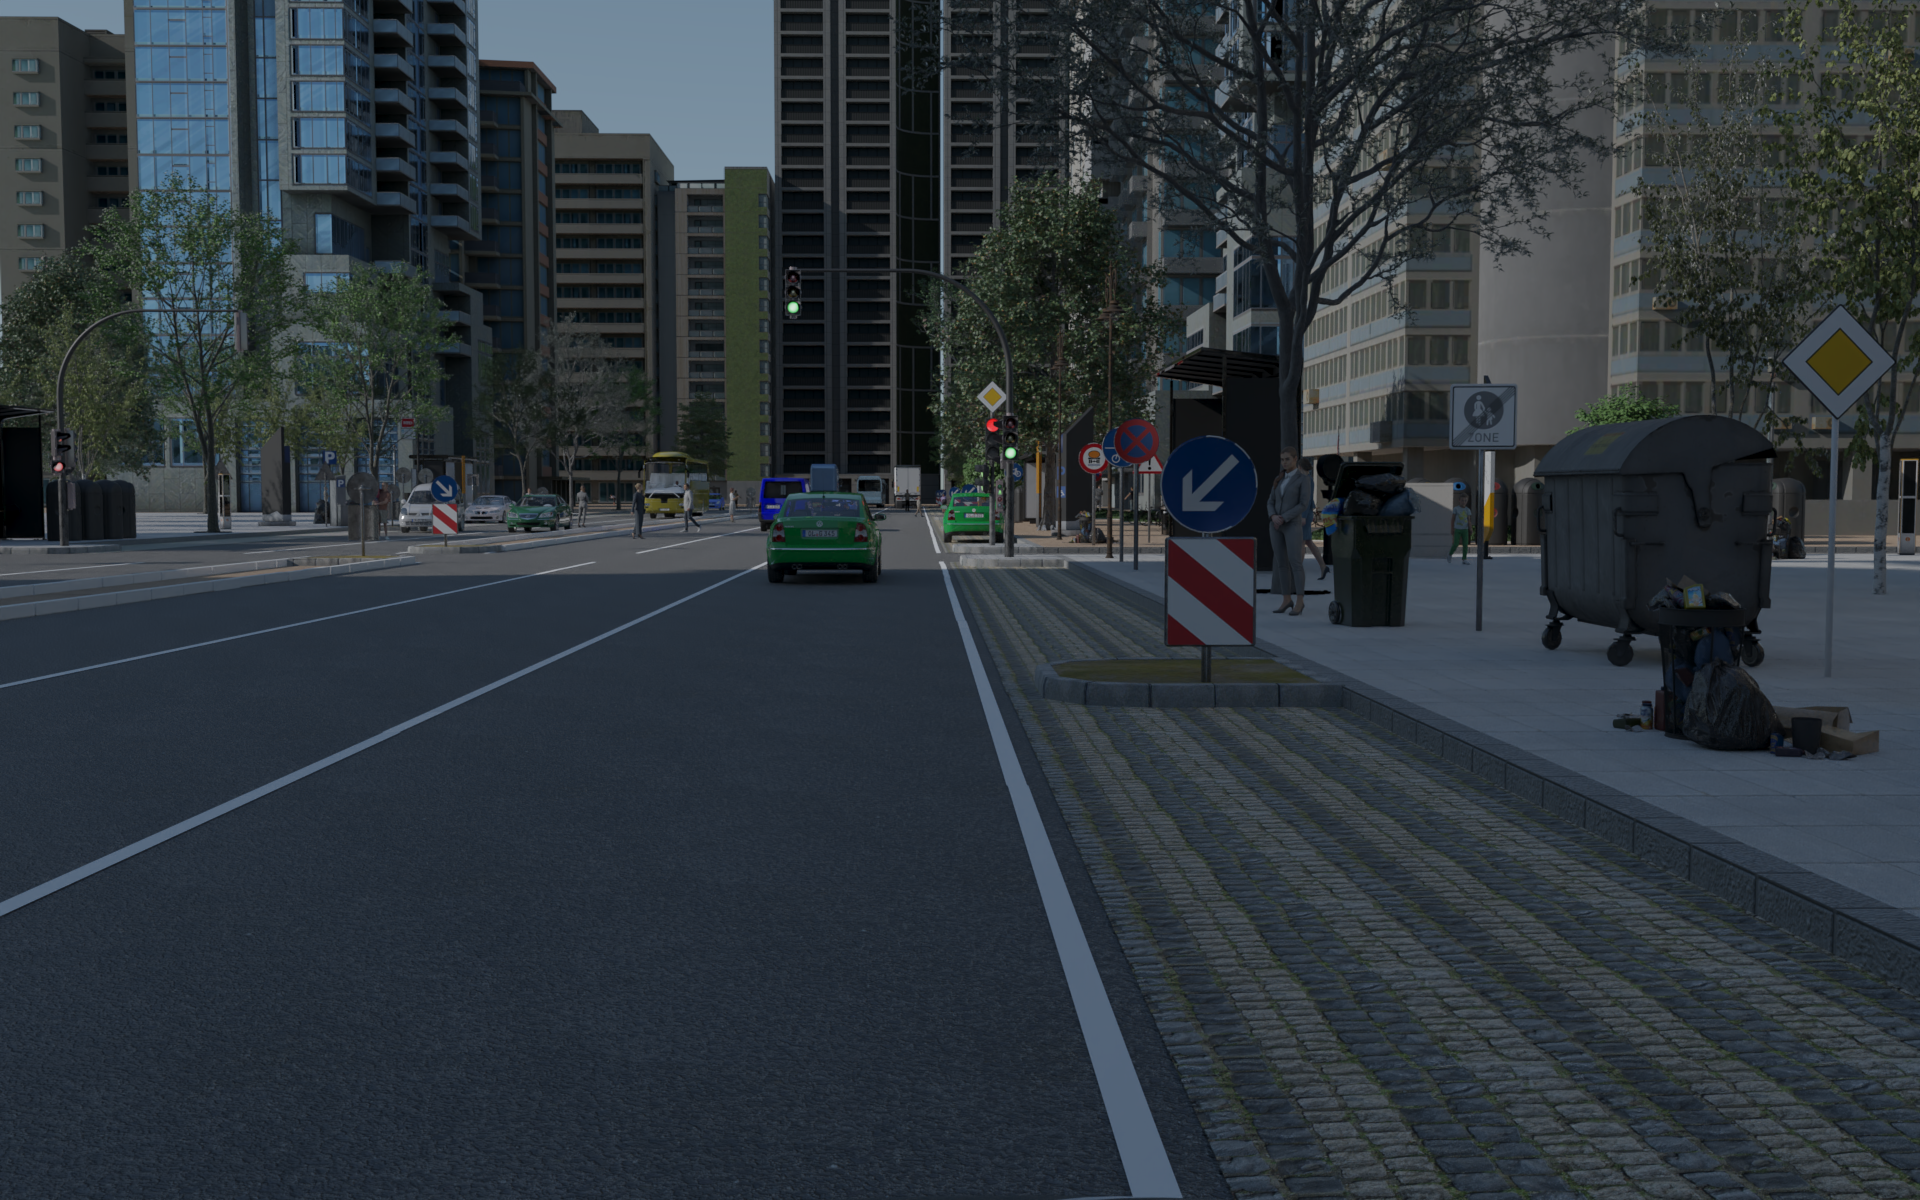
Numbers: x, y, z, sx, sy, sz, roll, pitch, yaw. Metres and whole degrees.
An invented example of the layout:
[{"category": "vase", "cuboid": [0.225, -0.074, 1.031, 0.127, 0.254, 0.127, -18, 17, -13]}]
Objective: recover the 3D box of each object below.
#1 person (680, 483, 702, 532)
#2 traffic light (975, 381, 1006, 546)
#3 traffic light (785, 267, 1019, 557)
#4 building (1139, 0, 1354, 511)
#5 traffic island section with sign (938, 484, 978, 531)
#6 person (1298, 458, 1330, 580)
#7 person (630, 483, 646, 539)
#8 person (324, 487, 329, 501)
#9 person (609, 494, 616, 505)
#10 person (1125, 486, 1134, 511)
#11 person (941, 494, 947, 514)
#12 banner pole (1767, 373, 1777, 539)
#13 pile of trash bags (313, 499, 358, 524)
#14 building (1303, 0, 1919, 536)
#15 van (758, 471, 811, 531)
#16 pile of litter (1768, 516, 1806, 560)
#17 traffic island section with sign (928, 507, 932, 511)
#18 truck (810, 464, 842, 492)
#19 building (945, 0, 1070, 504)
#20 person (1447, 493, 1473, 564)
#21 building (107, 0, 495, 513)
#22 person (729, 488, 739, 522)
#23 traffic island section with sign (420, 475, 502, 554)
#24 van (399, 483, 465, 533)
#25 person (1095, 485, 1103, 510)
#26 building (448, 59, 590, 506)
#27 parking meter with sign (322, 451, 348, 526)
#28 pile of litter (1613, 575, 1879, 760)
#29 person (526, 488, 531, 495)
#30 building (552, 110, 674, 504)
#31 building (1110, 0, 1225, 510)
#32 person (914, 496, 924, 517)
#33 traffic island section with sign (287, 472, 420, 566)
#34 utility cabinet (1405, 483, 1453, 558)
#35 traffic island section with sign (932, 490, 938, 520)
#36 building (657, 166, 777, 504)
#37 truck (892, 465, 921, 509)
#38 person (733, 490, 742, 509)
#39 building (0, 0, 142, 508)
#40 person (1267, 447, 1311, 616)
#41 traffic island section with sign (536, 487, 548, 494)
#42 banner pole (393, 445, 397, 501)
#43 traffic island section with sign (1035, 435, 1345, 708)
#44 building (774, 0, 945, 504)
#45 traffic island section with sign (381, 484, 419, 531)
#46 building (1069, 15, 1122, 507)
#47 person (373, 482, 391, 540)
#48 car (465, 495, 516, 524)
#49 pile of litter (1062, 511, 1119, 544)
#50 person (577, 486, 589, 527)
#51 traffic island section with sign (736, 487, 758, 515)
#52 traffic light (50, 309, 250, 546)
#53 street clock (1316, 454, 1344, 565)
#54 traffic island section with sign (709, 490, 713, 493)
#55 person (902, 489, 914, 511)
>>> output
[{"category": "person", "cuboid": [-10.134, -3.473, 65.134, 0.795, 1.843, 0.661, -1, 4, -21]}, {"category": "traffic light", "cuboid": [0.788, -3.316, 43.142, 0.839, 4.253, 0.868, 0, 4, -1]}, {"category": "traffic light", "cuboid": [-1.113, -3.688, 34.969, 4.771, 5.953, 1.251, 0, 4, -1]}, {"category": "building", "cuboid": [23.377, -48.182, 100.440, 22.319, 86.520, 31.000, 0, 4, -1]}, {"category": "traffic island section with sign", "cuboid": [0.254, -3.622, 67.849, 1.989, 1.847, 2.006, 0, 4, -1]}, {"category": "person", "cuboid": [5.180, -1.205, 25.777, 0.654, 1.822, 0.581, 1, 4, 20]}, {"category": "person", "cuboid": [-10.265, -2.825, 55.113, 0.534, 1.772, 0.576, 0, 4, -7]}, {"category": "person", "cuboid": [-42.349, -6.680, 115.813, 0.362, 1.759, 0.519, -1, 4, -19]}, {"category": "person", "cuboid": [-39.549, -11.354, 197.330, 0.628, 1.438, 0.799, 0, 4, 5]}, {"category": "person", "cuboid": [11.999, -7.014, 120.729, 1.348, 1.822, 0.705, -3, 5, -45]}, {"category": "person", "cuboid": [-1.173, -6.994, 126.079, 0.421, 1.427, 0.697, 0, 4, -7]}, {"category": "banner pole", "cuboid": [16.607, -2.784, 35.528, 0.401, 3.779, 0.863, 2, 4, 32]}, {"category": "pile of trash bags", "cuboid": [-26.433, -4.011, 75.327, 3.447, 1.369, 1.912, 0, 4, -4]}, {"category": "building", "cuboid": [27.440, -23.027, 68.367, 23.993, 40.220, 32.217, 0, 4, -1]}, {"category": "van", "cuboid": [-6.805, -3.901, 68.173, 2.240, 2.365, 5.245, 0, 4, -2]}, {"category": "pile of litter", "cuboid": [15.983, -1.243, 34.287, 1.719, 0.858, 1.176, -1, 4, -9]}, {"category": "traffic island section with sign", "cuboid": [-1.573, -8.340, 144.984, 1.989, 1.847, 2.006, 0, 4, -1]}, {"category": "truck", "cuboid": [-12.187, -9.757, 149.293, 2.967, 4.110, 18.799, 0, 3, 0]}, {"category": "building", "cuboid": [8.171, -47.933, 221.957, 20.611, 71.187, 20.563, 0, 4, -1]}, {"category": "person", "cuboid": [9.154, -1.310, 31.713, 0.306, 1.304, 0.590, -1, 4, -19]}, {"category": "building", "cuboid": [-48.963, -50.068, 131.291, 22.319, 86.520, 31.000, 0, 4, -1]}, {"category": "person", "cuboid": [-11.469, -4.826, 87.972, 0.524, 1.755, 0.480, -1, 4, -21]}, {"category": "traffic island section with sign", "cuboid": [-12.497, -2.108, 42.604, 2.006, 1.907, 1.989, 0, 4, -1]}, {"category": "van", "cuboid": [-19.920, -3.572, 65.411, 2.013, 2.044, 4.112, 0, 4, -3]}, {"category": "person", "cuboid": [8.257, -5.986, 103.718, 0.655, 1.846, 0.447, 0, 4, -2]}, {"category": "building", "cuboid": [-53.255, -31.568, 170.758, 28.867, 44.769, 22.147, 0, 4, -1]}, {"category": "parking meter with sign", "cuboid": [-24.928, -4.470, 69.343, 0.543, 3.016, 1.738, -3, 5, -39]}, {"category": "pile of litter", "cuboid": [4.134, 0.292, 9.187, 1.176, 0.858, 1.719, 0, 4, 8]}, {"category": "person", "cuboid": [-23.274, -5.173, 93.648, 0.480, 1.755, 0.524, -2, 4, -31]}, {"category": "building", "cuboid": [-48.419, -36.588, 221.914, 21.600, 48.544, 21.300, 0, 4, -1]}, {"category": "building", "cuboid": [24.076, -31.867, 140.639, 23.786, 49.044, 30.456, 0, 4, -1]}, {"category": "person", "cuboid": [-2.568, -5.849, 108.395, 0.640, 1.303, 0.475, -2, 4, -31]}, {"category": "traffic island section with sign", "cuboid": [-12.332, -1.655, 35.199, 2.006, 1.907, 1.989, 0, 4, -1]}, {"category": "utility cabinet", "cuboid": [9.255, -1.590, 34.675, 1.173, 1.500, 0.318, 1, 4, 16]}, {"category": "traffic island section with sign", "cuboid": [-0.409, -5.327, 95.723, 1.989, 1.847, 2.006, 0, 4, -1]}, {"category": "building", "cuboid": [-30.491, -32.731, 218.738, 14.086, 41.232, 14.154, 0, 4, -1]}, {"category": "truck", "cuboid": [-5.331, -11.259, 172.998, 2.839, 4.237, 11.283, 0, 4, -3]}, {"category": "person", "cuboid": [-21.962, -9.866, 169.909, 1.348, 1.812, 0.705, 2, 4, 31]}, {"category": "building", "cuboid": [-78.494, -33.447, 170.552, 21.600, 48.544, 21.300, 0, 4, -1]}, {"category": "person", "cuboid": [3.476, -0.747, 18.526, 0.520, 1.790, 0.573, 2, 4, 32]}, {"category": "traffic island section with sign", "cuboid": [-23.009, -5.294, 95.192, 1.989, 1.847, 2.006, 0, 4, -1]}, {"category": "banner pole", "cuboid": [-28.792, -6.006, 88.207, 0.401, 3.779, 0.863, -2, 4, -26]}, {"category": "traffic island section with sign", "cuboid": [1.561, -0.236, 12.486, 1.989, 1.847, 2.006, 0, 4, -1]}, {"category": "building", "cuboid": [-12.732, -47.939, 222.062, 20.611, 71.187, 20.563, 0, 4, -1]}, {"category": "traffic island section with sign", "cuboid": [-22.368, -3.623, 67.871, 1.989, 1.847, 2.006, 0, 4, -1]}, {"category": "building", "cuboid": [25.177, -35.494, 169.569, 28.713, 52.752, 27.495, 0, 4, -1]}, {"category": "person", "cuboid": [-18.057, -2.781, 53.945, 0.580, 1.828, 0.573, -3, 5, -40]}, {"category": "car", "cuboid": [-23.000, -4.449, 85.098, 2.083, 1.381, 4.827, 0, 4, -3]}, {"category": "pile of litter", "cuboid": [3.446, -1.914, 45.255, 1.176, 0.858, 1.719, -2, 4, -32]}, {"category": "person", "cuboid": [-16.186, -4.014, 74.405, 0.520, 1.790, 0.573, 0, 4, -3]}, {"category": "traffic island section with sign", "cuboid": [-14.281, -6.703, 117.722, 2.006, 1.907, 1.989, 0, 4, -1]}, {"category": "traffic light", "cuboid": [-19.978, -4.159, 42.673, 4.771, 5.953, 1.251, 0, 4, -1]}, {"category": "street clock", "cuboid": [6.691, -1.636, 31.315, 0.471, 2.002, 0.358, -1, 4, -20]}, {"category": "traffic island section with sign", "cuboid": [-24.840, -10.016, 172.389, 1.989, 1.847, 2.006, 0, 4, -1]}, {"category": "person", "cuboid": [-4.312, -8.201, 142.603, 1.348, 1.823, 0.705, -3, 5, -39]}]
